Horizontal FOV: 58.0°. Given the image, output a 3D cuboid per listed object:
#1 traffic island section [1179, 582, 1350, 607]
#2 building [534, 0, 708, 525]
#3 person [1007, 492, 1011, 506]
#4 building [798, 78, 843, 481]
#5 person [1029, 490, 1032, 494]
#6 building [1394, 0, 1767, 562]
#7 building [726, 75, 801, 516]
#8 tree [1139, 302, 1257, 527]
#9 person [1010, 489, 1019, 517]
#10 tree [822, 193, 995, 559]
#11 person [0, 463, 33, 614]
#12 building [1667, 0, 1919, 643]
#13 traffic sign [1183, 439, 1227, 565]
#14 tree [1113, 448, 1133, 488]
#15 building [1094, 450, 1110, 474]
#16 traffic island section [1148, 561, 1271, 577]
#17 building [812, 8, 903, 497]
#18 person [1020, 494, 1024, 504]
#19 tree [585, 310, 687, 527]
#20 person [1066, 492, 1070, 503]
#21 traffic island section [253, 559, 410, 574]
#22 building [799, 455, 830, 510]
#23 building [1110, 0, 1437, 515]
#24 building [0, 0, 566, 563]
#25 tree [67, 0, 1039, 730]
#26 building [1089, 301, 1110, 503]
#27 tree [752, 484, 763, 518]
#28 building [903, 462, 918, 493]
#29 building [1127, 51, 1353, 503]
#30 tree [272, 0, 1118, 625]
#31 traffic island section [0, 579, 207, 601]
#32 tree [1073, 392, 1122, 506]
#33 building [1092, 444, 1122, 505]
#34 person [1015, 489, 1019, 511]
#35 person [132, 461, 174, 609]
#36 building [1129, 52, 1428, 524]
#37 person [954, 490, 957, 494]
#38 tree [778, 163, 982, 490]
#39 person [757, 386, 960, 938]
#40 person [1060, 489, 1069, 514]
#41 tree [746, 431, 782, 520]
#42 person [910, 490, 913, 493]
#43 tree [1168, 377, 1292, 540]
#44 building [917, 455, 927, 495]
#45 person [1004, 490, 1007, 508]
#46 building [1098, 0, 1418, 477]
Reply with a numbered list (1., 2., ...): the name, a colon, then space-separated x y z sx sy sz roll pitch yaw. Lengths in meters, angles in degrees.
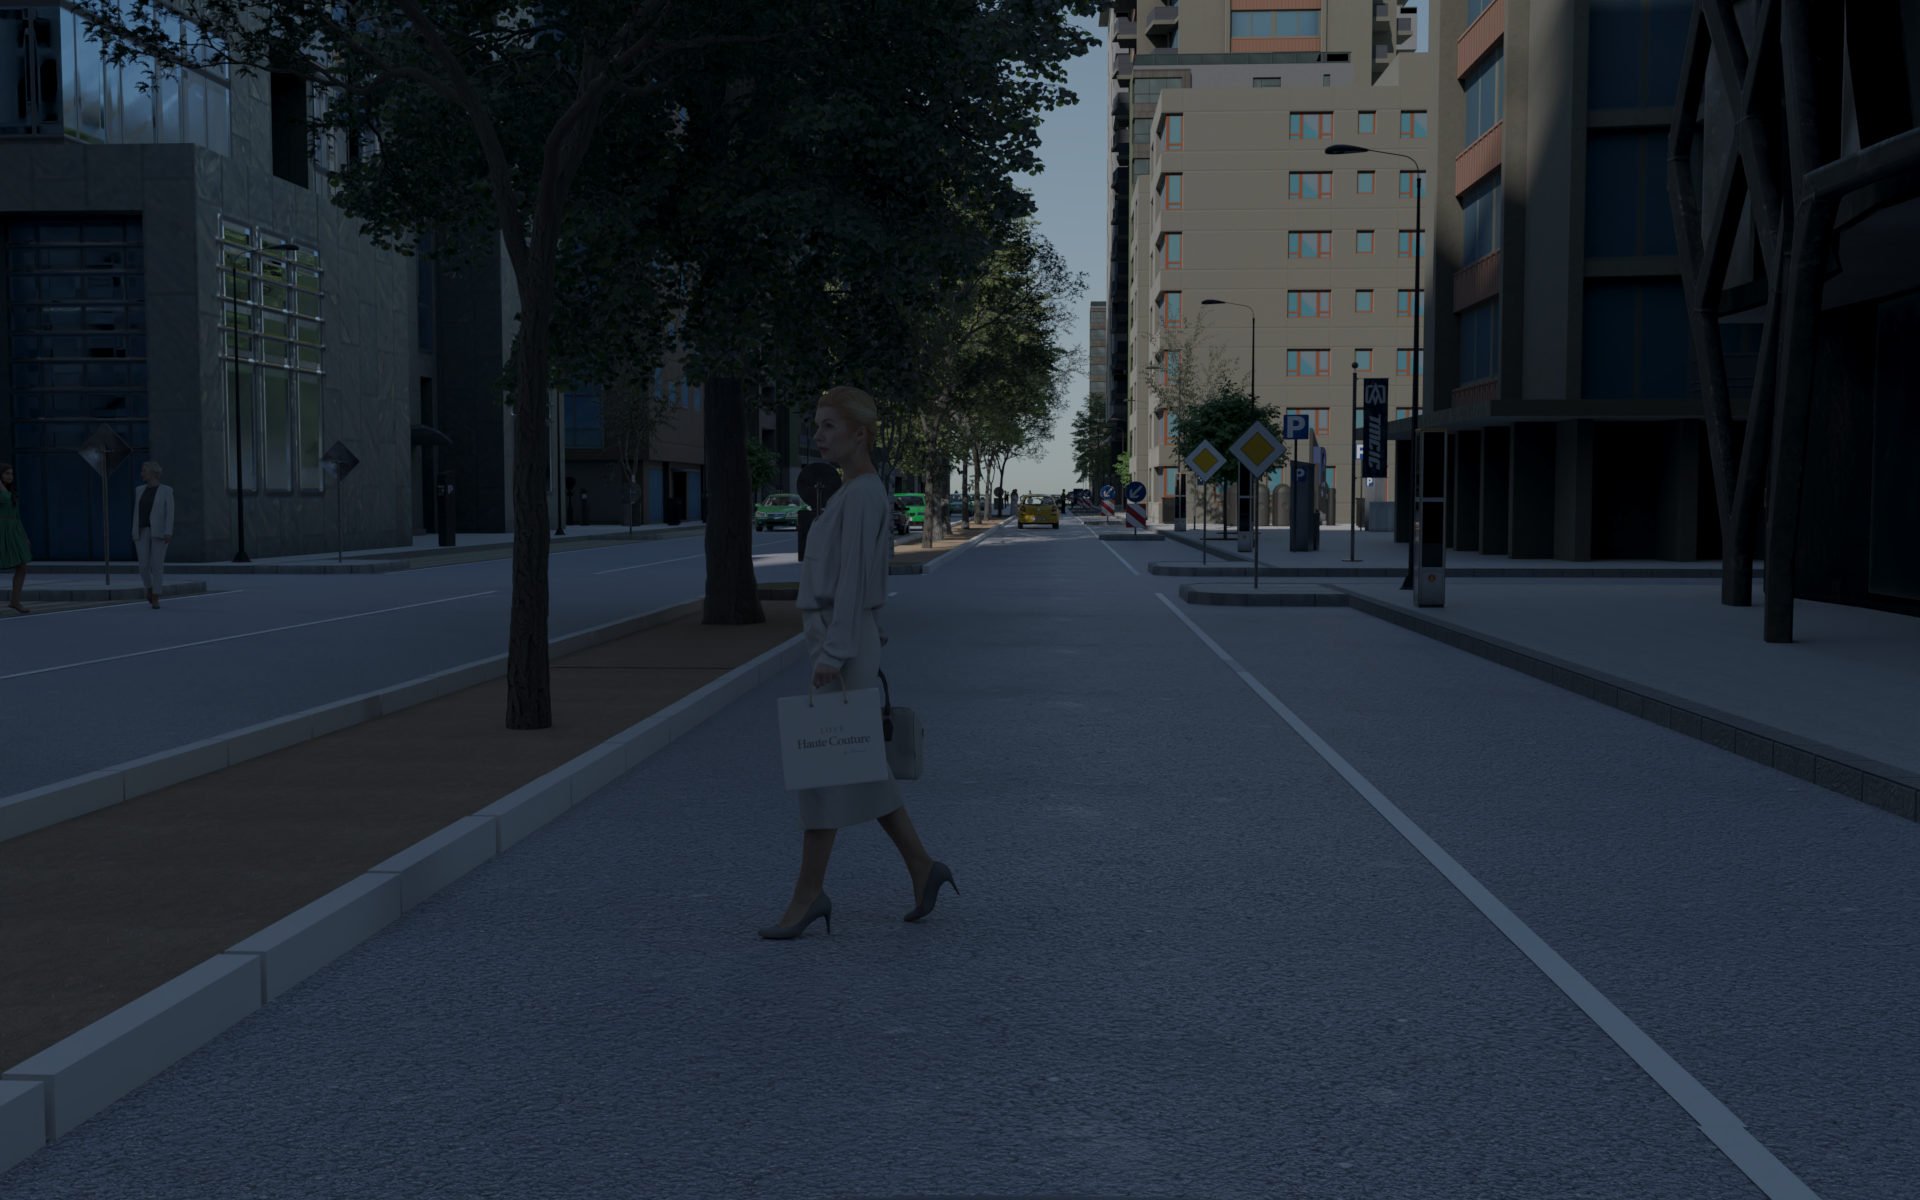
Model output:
1. traffic island section: 4.042 -0.077 23.540 2.009 0.180 2.903 0 4 3
2. building: -19.241 -26.120 77.169 14.600 45.320 14.200 0 4 3
3. person: 5.659 -12.112 207.360 0.721 1.723 1.217 3 5 42
4. building: -24.584 -27.460 140.850 32.217 40.220 23.993 0 4 3
5. person: 6.702 -9.626 165.964 0.705 1.814 1.350 -3 5 -44
6. building: 24.657 -23.588 40.289 28.867 44.769 22.147 0 4 3
7. building: -17.194 -20.081 100.025 14.160 30.474 14.107 0 4 3
8. tree: 8.926 -7.118 66.740 4.360 8.622 3.978 0 3 0
9. person: 3.413 -6.117 109.185 0.621 1.740 0.551 3 4 37
10. tree: -1.566 -5.242 38.523 4.737 8.622 4.395 0 3 0
11. person: -11.365 -0.724 20.588 0.529 1.795 0.600 0 4 2
12. building: 15.010 -8.904 13.036 16.820 18.784 16.811 0 4 3
13. traffic sign: 4.443 -1.700 31.438 0.795 2.450 0.064 0 4 3
14. tree: 11.293 -7.657 108.898 4.285 4.588 4.351 0 3 0
15. building: 29.719 -56.338 233.803 22.319 86.520 31.000 0 4 3
16. traffic island section: 4.467 -0.565 31.514 2.009 0.180 2.903 0 4 3
17. building: -16.922 -32.990 163.084 21.300 48.544 21.600 0 4 3
18. person: 8.801 -14.272 245.029 0.628 1.438 0.799 3 5 39
19. tree: -12.706 -7.162 67.466 4.360 8.622 3.978 0 3 0
20. person: 15.297 -14.355 243.735 0.617 1.759 0.750 3 5 39
21. traffic island section: -11.601 -0.617 32.373 2.009 0.180 2.903 0 4 3
22. building: -19.716 -41.535 117.354 20.563 71.187 20.611 0 4 3
23. building: 23.347 -29.603 138.627 22.147 44.769 28.867 0 4 3
24. building: -24.357 -44.827 45.598 22.319 86.520 31.000 0 4 3
25. tree: -2.677 -4.468 9.916 8.767 10.594 7.601 0 4 3
26. building: 26.257 -29.758 258.241 14.160 30.474 14.107 0 4 3
27. tree: -11.072 -5.964 92.120 1.663 3.219 1.824 0 3 0
28. building: -9.329 -34.949 255.008 14.154 41.232 14.086 0 4 3
29. building: 18.380 -21.138 117.309 14.160 30.474 14.107 0 4 3
30. tree: -2.503 -6.698 18.628 9.857 13.997 8.962 0 3 0
31. traffic island section: -12.027 -0.130 24.399 2.009 0.180 2.903 0 4 3
32. tree: 15.429 -16.748 191.949 7.486 12.596 7.792 0 3 0
33. building: 26.533 -47.119 208.647 20.563 71.187 20.611 0 4 3
34. person: 4.051 -7.234 126.715 0.705 1.831 1.348 -1 4 -20
35. person: -10.181 -0.825 21.867 0.514 1.842 0.818 -1 4 -19
36. building: 23.156 -14.850 87.845 27.650 21.520 28.899 0 4 3
37. person: -0.332 -9.278 160.328 0.705 1.807 1.348 3 5 42
38. tree: -1.508 -4.945 33.672 4.360 8.622 3.978 0 3 0
39. person: -0.326 0.197 5.633 0.624 1.780 0.694 0 4 7
40. person: 7.594 -7.196 126.165 0.705 1.823 1.348 -1 4 -22
41. tree: -10.824 -6.361 87.718 4.285 4.588 4.351 0 3 0
42. person: -3.764 -7.890 138.291 0.721 1.735 1.217 -3 4 -37
43. tree: 7.531 -3.961 48.474 4.285 4.588 4.351 0 3 0
44. building: -11.038 -34.376 212.150 14.600 45.320 14.200 0 4 3
45. person: 4.528 -10.140 174.309 0.705 1.822 1.348 0 4 -2
46. building: 27.948 -35.315 166.640 28.713 52.752 27.495 0 4 3
